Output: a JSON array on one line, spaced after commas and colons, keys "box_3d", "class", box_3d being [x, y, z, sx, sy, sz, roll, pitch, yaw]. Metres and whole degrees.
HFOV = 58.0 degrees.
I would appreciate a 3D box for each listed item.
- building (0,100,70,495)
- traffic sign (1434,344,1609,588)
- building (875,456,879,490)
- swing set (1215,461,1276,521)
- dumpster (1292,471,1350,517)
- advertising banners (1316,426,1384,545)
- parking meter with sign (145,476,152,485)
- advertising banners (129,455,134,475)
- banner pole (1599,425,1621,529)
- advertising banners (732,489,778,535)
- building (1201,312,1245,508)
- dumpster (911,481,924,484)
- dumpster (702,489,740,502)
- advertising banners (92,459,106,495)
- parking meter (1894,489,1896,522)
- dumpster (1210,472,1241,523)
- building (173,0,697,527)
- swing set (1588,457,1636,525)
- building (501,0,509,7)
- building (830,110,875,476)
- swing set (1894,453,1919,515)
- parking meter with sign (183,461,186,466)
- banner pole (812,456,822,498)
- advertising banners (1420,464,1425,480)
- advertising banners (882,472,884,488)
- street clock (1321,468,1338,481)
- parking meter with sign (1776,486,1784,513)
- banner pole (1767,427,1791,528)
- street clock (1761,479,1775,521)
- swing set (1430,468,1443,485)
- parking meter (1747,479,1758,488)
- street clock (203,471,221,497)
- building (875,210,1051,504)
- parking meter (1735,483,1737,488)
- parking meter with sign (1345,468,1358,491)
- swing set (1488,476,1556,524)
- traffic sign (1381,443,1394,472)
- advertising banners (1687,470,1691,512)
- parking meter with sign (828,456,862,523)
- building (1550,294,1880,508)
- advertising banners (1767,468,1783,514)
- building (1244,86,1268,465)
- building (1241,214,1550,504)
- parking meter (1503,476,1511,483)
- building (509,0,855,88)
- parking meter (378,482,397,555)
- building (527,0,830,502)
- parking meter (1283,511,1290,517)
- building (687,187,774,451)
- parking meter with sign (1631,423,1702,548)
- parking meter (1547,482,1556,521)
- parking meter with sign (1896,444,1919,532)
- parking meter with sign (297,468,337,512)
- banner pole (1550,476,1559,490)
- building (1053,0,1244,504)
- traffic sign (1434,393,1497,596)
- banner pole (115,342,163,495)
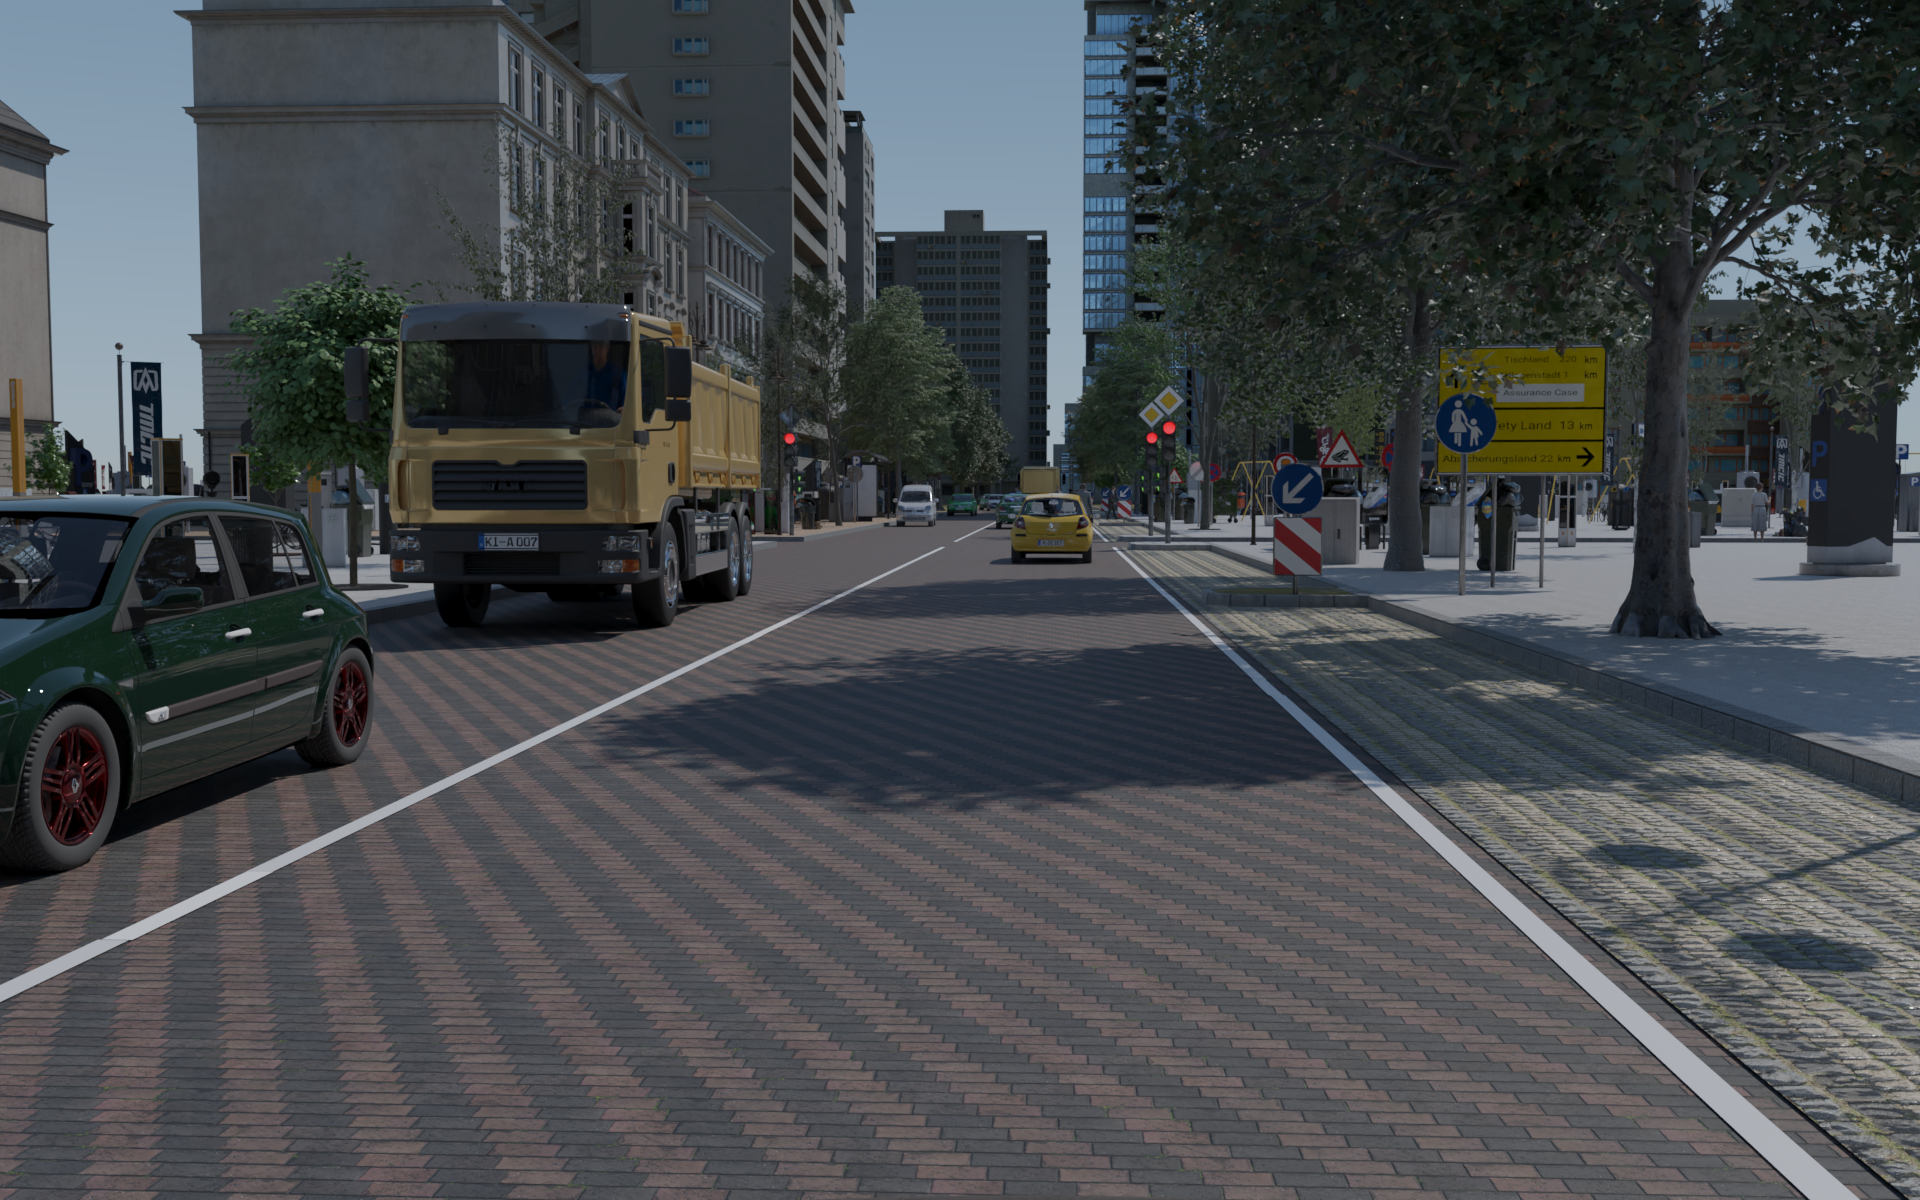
[{"box_3d": [-48.794, -12.643, 71.342, 19.286, 19.102, 10.561, 0, 4, 3], "class": "building"}, {"box_3d": [7.642, -1.822, 23.662, 2.265, 3.308, 0.079, 0, 4, 8], "class": "traffic sign"}, {"box_3d": [-25.515, -39.678, 237.978, 27.495, 52.752, 28.713, 0, 4, 3], "class": "building"}, {"box_3d": [14.088, -5.235, 83.207, 2.862, 2.851, 3.119, -1, 4, -18], "class": "swing set"}, {"box_3d": [8.434, -2.120, 40.418, 1.264, 1.857, 1.865, 0, 4, 3], "class": "dumpster"}, {"box_3d": [9.995, -2.956, 44.521, 0.090, 3.025, 2.074, -3, 5, -44], "class": "advertising banners"}, {"box_3d": [-57.936, -7.874, 125.000, 1.738, 3.016, 0.543, 2, 4, 27], "class": "parking meter with sign"}, {"box_3d": [-36.763, -5.045, 78.674, 0.090, 3.025, 2.074, 2, 4, 29], "class": "advertising banners"}, {"box_3d": [23.674, -4.460, 62.932, 0.863, 3.779, 0.401, 1, 4, 8], "class": "banner pole"}, {"box_3d": [-6.705, -3.590, 54.885, 2.074, 3.025, 0.090, 0, 4, 5], "class": "advertising banners"}, {"box_3d": [39.694, -20.268, 176.423, 27.650, 21.520, 28.899, 0, 4, 3], "class": "building"}, {"box_3d": [-3.035, -7.183, 119.939, 1.502, 2.255, 1.985, 0, 4, 3], "class": "dumpster"}, {"box_3d": [-8.176, -3.375, 57.671, 1.502, 2.255, 1.985, 0, 4, 3], "class": "dumpster"}, {"box_3d": [-43.415, -5.626, 88.178, 0.090, 3.025, 2.074, 3, 4, 37], "class": "advertising banners"}, {"box_3d": [36.915, -3.692, 68.768, 0.372, 1.533, 0.369, 0, 3, 0], "class": "parking meter"}, {"box_3d": [11.586, -4.530, 76.563, 1.502, 2.255, 1.985, 0, 4, 3], "class": "dumpster"}, {"box_3d": [-21.596, -16.131, 82.831, 14.460, 24.649, 34.723, 0, 4, 3], "class": "building"}, {"box_3d": [28.478, -4.627, 73.274, 2.862, 2.851, 3.119, 0, 4, 5], "class": "swing set"}, {"box_3d": [-37.788, -39.280, 184.225, 28.212, 58.520, 21.231, 0, 4, 3], "class": "building"}, {"box_3d": [-16.472, -30.803, 187.222, 14.086, 41.232, 14.154, 0, 4, 3], "class": "building"}, {"box_3d": [35.321, -4.189, 66.116, 3.119, 2.851, 2.862, 1, 4, 23], "class": "swing set"}, {"box_3d": [-41.350, -5.863, 92.123, 0.543, 3.016, 1.738, -1, 4, -18], "class": "parking meter with sign"}, {"box_3d": [-9.490, -7.609, 114.416, 0.863, 3.779, 0.401, -2, 4, -33], "class": "banner pole"}, {"box_3d": [27.729, -6.450, 101.649, 2.074, 3.025, 0.090, 3, 5, 40], "class": "advertising banners"}, {"box_3d": [-5.056, -7.330, 116.030, 0.090, 3.025, 2.074, -1, 4, -9], "class": "advertising banners"}, {"box_3d": [7.824, -1.964, 36.689, 0.358, 2.002, 0.471, 2, 4, 30], "class": "street clock"}, {"box_3d": [54.287, -7.239, 114.619, 0.543, 3.016, 1.738, 1, 4, 21], "class": "parking meter with sign"}, {"box_3d": [30.509, -4.567, 64.694, 0.863, 3.779, 0.401, 0, 4, 5], "class": "banner pole"}, {"box_3d": [38.083, -4.725, 81.823, 0.471, 2.002, 0.358, 2, 4, 31], "class": "street clock"}, {"box_3d": [29.680, -6.547, 104.665, 3.119, 2.851, 2.862, -2, 4, -24], "class": "swing set"}, {"box_3d": [30.811, -3.774, 67.409, 0.399, 1.863, 0.255, -2, 4, -35], "class": "parking meter"}, {"box_3d": [-23.349, -3.028, 54.074, 0.471, 2.002, 0.358, -3, 5, -43], "class": "street clock"}, {"box_3d": [0.492, -33.501, 239.627, 23.993, 40.220, 32.217, 0, 4, 3], "class": "building"}, {"box_3d": [41.635, -5.318, 92.665, 0.255, 1.863, 0.399, 3, 4, 36], "class": "parking meter"}, {"box_3d": [20.688, -5.669, 88.946, 1.738, 3.016, 0.543, 2, 4, 25], "class": "parking meter with sign"}, {"box_3d": [23.670, -4.562, 72.202, 3.119, 2.851, 2.862, 0, 4, 0], "class": "swing set"}, {"box_3d": [10.664, -2.583, 42.345, 0.768, 2.556, 0.104, 1, 4, 9], "class": "traffic sign"}, {"box_3d": [51.741, -7.735, 122.647, 0.090, 3.025, 2.074, 1, 4, 8], "class": "advertising banners"}, {"box_3d": [-5.225, -5.033, 78.553, 0.543, 3.016, 1.738, 3, 5, 39], "class": "parking meter with sign"}, {"box_3d": [73.373, -20.261, 176.305, 28.899, 21.520, 27.650, 0, 4, 3], "class": "building"}, {"box_3d": [54.989, -7.473, 118.377, 2.074, 3.025, 0.090, 0, 4, -1], "class": "advertising banners"}, {"box_3d": [32.423, -28.816, 154.735, 14.154, 41.232, 14.086, 0, 4, 3], "class": "building"}, {"box_3d": [33.820, -42.695, 136.307, 20.563, 71.187, 20.611, 0, 4, 3], "class": "building"}, {"box_3d": [13.242, -2.235, 42.248, 0.255, 1.863, 0.399, 3, 5, 39], "class": "parking meter"}, {"box_3d": [-25.539, -35.233, 165.296, 28.713, 52.752, 27.495, 0, 4, 3], "class": "building"}, {"box_3d": [-12.167, -1.739, 36.844, 0.372, 1.533, 0.369, 0, 3, 0], "class": "parking meter"}, {"box_3d": [-22.572, -31.581, 140.045, 21.300, 48.544, 21.600, 0, 4, 3], "class": "building"}, {"box_3d": [16.092, -4.865, 85.253, 0.255, 1.863, 0.399, 2, 4, 32], "class": "parking meter"}, {"box_3d": [-19.272, -16.791, 110.695, 11.583, 22.565, 21.152, 0, 4, 3], "class": "building"}, {"box_3d": [17.162, -2.798, 42.012, 0.543, 3.016, 1.738, -2, 4, -30], "class": "parking meter with sign"}, {"box_3d": [28.158, -4.694, 82.457, 0.255, 1.863, 0.399, 0, 4, -4], "class": "parking meter"}, {"box_3d": [32.564, -3.861, 59.390, 0.543, 3.016, 1.738, 0, 4, 5], "class": "parking meter with sign"}, {"box_3d": [-21.325, -3.756, 57.668, 0.543, 3.016, 1.738, 1, 4, 18], "class": "parking meter with sign"}, {"box_3d": [41.463, -7.934, 119.743, 0.863, 3.779, 0.401, -1, 4, -18], "class": "banner pole"}, {"box_3d": [28.048, -56.141, 230.574, 31.000, 86.520, 22.319, 0, 4, 3], "class": "building"}, {"box_3d": [6.347, -1.329, 21.830, 0.768, 2.556, 0.104, 0, 4, 4], "class": "traffic sign"}, {"box_3d": [-13.675, -2.372, 28.802, 0.863, 3.779, 0.401, -2, 4, -29], "class": "banner pole"}]
